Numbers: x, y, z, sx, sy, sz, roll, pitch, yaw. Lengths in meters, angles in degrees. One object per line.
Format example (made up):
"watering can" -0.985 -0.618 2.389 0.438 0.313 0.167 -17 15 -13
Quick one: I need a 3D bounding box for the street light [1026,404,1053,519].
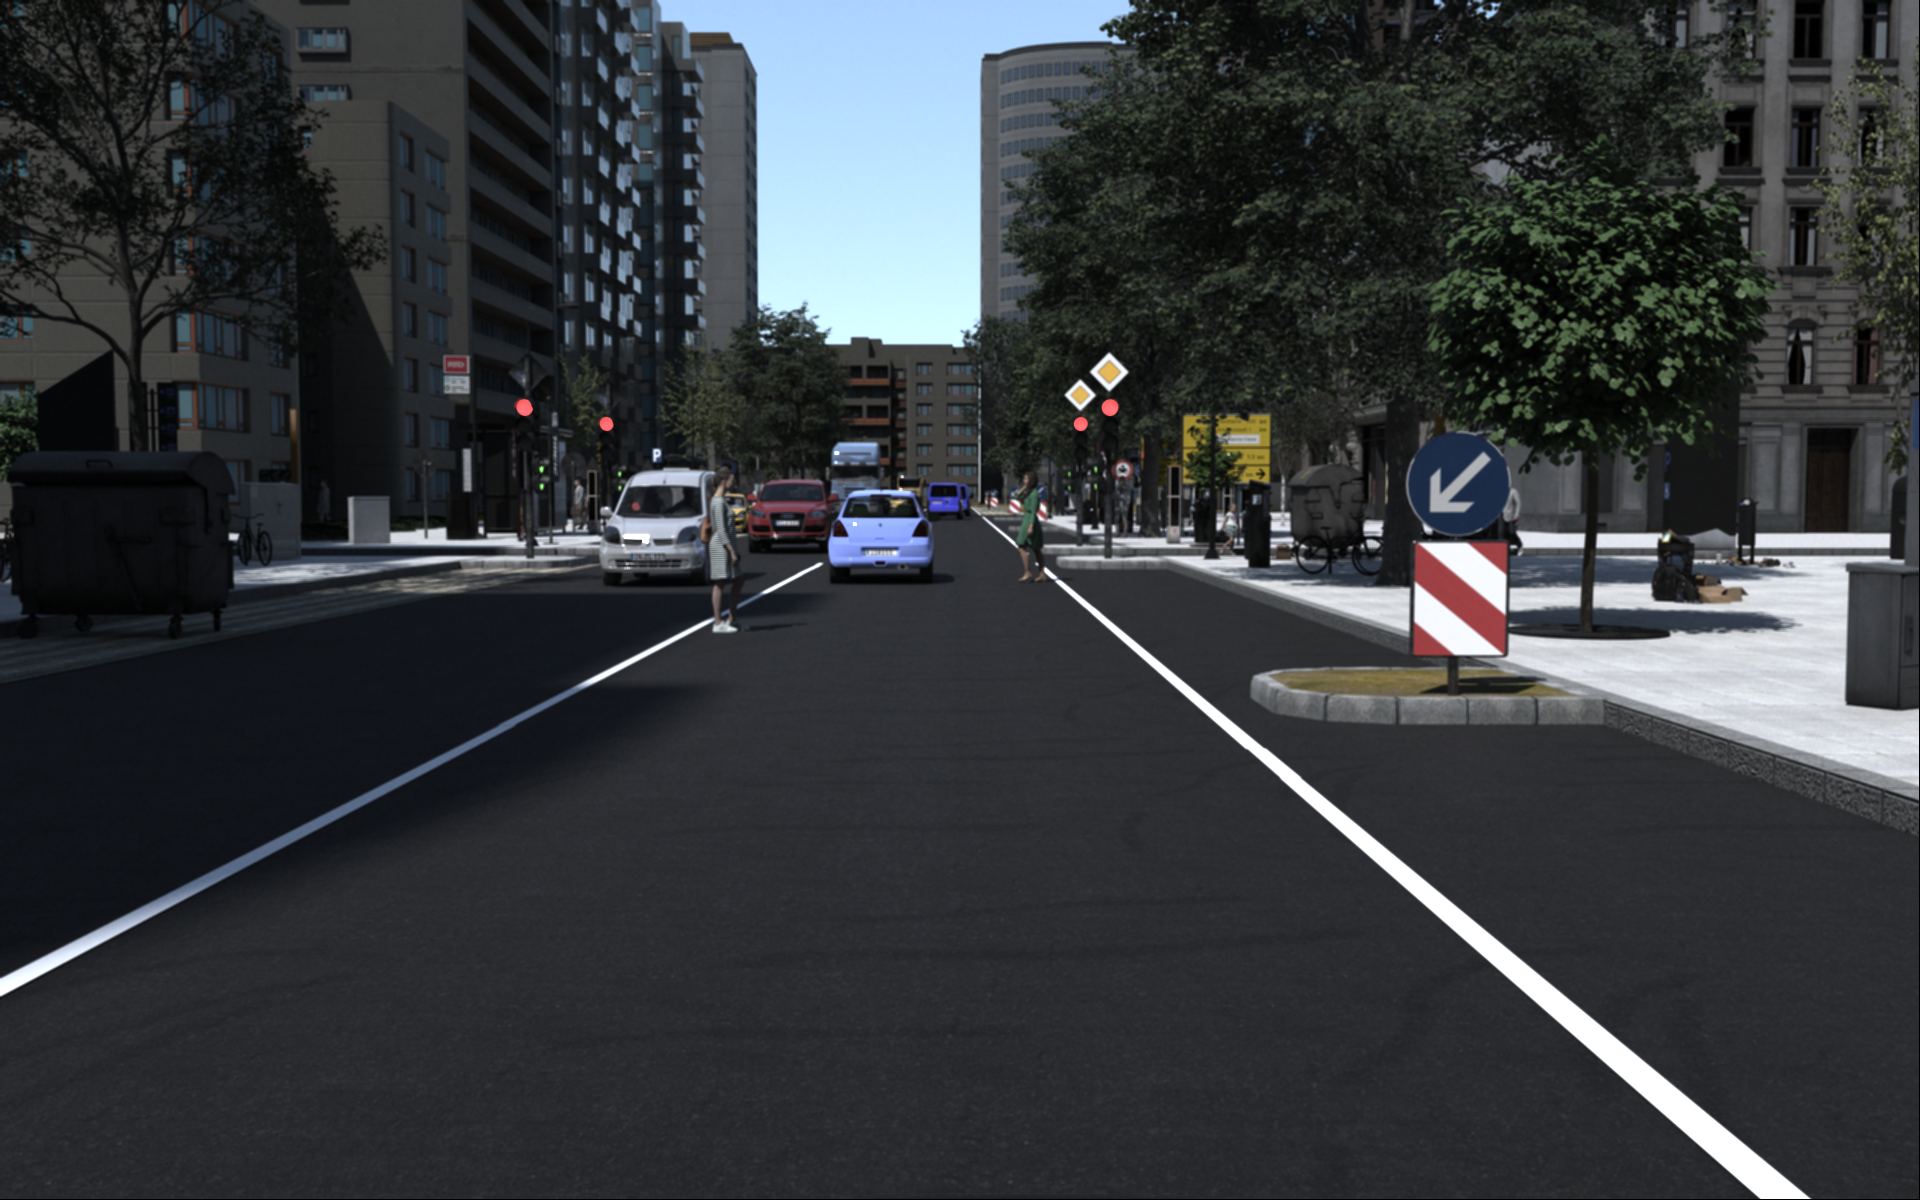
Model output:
"street light" 4.117 -7.168 89.745 1.470 5.913 1.316 0 4 0

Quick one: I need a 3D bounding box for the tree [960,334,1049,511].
"tree" 5.182 -13.403 129.501 12.009 13.543 11.850 0 3 0

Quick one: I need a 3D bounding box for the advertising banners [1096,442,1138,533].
"advertising banners" 5.549 -3.756 57.597 2.074 3.025 0.090 1 4 11

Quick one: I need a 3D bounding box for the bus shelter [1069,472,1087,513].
"bus shelter" 7.639 -7.319 113.590 2.014 3.302 5.546 0 3 0

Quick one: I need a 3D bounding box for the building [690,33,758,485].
"building" -40.663 -41.779 225.079 28.212 58.520 21.231 0 4 0

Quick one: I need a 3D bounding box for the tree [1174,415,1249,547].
"tree" 6.115 -2.895 41.932 1.663 3.219 1.824 0 3 0

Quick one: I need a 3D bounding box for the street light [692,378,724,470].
"street light" -10.157 -5.926 69.430 1.470 5.913 1.316 0 4 0

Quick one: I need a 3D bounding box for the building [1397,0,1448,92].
"building" 26.891 -29.254 128.418 14.600 45.320 14.200 0 4 0

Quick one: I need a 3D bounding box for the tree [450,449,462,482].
"tree" -27.545 -6.461 89.347 4.285 4.588 4.351 0 3 0

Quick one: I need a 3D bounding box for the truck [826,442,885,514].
"truck" -5.384 -6.499 96.021 2.967 4.110 18.799 0 4 -1

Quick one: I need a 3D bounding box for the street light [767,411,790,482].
"street light" -10.154 -7.578 96.442 1.470 5.913 1.316 0 4 0

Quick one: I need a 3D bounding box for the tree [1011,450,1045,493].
"tree" 5.638 -12.170 149.342 4.360 8.622 3.978 0 3 0

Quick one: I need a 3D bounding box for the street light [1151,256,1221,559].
"street light" 4.433 -3.759 34.003 1.470 5.913 1.316 0 4 0

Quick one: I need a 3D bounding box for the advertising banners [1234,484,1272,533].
"advertising banners" 9.409 -3.691 56.534 0.090 3.025 2.074 -3 4 -36

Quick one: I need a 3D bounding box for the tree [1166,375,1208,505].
"tree" 12.852 -8.743 93.305 4.360 8.622 3.978 0 3 0

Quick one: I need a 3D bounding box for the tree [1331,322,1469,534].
"tree" 14.729 -6.360 54.346 4.360 8.622 3.978 0 3 0

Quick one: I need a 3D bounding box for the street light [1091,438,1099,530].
"street light" 4.355 -5.509 62.616 1.470 5.913 1.316 0 4 0

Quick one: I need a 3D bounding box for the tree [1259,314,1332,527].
"tree" 12.965 -7.195 68.003 4.360 8.622 3.978 0 3 0

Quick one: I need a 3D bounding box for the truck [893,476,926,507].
"truck" -5.271 -11.477 183.575 3.469 3.379 9.791 0 4 0

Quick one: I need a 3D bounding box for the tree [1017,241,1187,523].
"tree" 6.064 -9.612 75.280 7.486 12.596 7.792 0 3 0

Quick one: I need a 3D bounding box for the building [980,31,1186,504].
"building" 16.858 -41.736 224.384 28.212 58.520 21.231 0 4 0

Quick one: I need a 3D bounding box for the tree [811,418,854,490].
"tree" -11.708 -13.051 163.738 4.360 8.622 3.978 0 3 0

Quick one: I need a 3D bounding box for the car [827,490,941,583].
"car" -1.284 -1.192 29.086 1.945 1.707 3.694 0 4 -1

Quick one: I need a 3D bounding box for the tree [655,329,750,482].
"tree" -11.166 -7.725 76.667 4.737 8.622 4.395 0 3 0

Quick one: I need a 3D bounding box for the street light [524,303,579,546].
"street light" -9.970 -4.270 42.351 1.470 5.913 1.316 0 4 0

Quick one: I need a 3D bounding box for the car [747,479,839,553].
"car" -4.183 -2.148 43.794 2.281 1.827 5.304 0 4 -2

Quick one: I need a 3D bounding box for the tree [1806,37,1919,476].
"tree" 15.173 -4.685 26.965 4.737 8.622 4.395 0 3 0

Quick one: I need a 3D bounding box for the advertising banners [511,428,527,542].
"advertising banners" -11.932 -3.111 47.056 0.090 3.025 2.074 0 4 -1

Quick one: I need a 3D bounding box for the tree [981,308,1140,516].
"tree" 6.042 -11.299 101.746 9.611 12.733 9.660 0 3 0

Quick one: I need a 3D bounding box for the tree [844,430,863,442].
"tree" -12.057 -14.745 191.437 4.737 8.622 4.395 0 3 0

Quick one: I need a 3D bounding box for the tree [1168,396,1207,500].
"tree" 14.271 -9.077 98.769 4.737 8.622 4.395 0 3 0

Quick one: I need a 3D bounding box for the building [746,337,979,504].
"building" -12.113 -23.451 228.458 28.899 21.520 27.650 0 4 0

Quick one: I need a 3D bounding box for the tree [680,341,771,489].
"tree" -11.467 -8.209 84.579 4.360 8.622 3.978 0 3 0

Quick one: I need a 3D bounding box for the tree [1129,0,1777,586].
"tree" 6.164 -7.173 23.940 9.857 13.997 8.962 0 3 0

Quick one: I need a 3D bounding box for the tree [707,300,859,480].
"tree" -11.493 -12.620 112.991 9.857 13.997 8.962 0 3 0

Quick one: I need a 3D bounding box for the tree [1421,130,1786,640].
"tree" 5.716 -1.959 15.738 4.285 4.588 4.351 0 3 0

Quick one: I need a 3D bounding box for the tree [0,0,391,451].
"tree" -11.734 -5.484 24.077 7.601 10.594 8.767 -2 4 -28

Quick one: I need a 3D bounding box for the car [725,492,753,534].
"car" -8.504 -3.262 63.552 2.015 1.641 3.980 0 4 -2

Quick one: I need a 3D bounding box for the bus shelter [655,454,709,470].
"bus shelter" -14.538 -5.934 90.937 2.014 3.302 5.546 0 4 0

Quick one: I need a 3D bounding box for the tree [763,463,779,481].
"tree" -11.570 -6.827 106.229 1.663 3.219 1.824 0 3 0

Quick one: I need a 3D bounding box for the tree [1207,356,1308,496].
"tree" 15.705 -8.398 87.670 4.737 8.622 4.395 0 3 0

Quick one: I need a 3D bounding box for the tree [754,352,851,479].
"tree" -11.500 -12.201 125.239 9.928 11.665 9.643 0 3 0

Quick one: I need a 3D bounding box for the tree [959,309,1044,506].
"tree" 6.677 -18.731 162.146 12.611 20.169 13.585 0 3 0

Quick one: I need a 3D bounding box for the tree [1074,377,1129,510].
"tree" 7.313 -8.590 90.809 4.360 8.622 3.978 0 3 0

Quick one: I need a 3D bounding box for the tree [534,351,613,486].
"tree" -19.765 -8.458 88.644 4.737 8.622 4.395 0 3 0

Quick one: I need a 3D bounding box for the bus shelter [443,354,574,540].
"bus shelter" -13.770 -4.582 52.553 2.179 5.291 8.768 0 3 0

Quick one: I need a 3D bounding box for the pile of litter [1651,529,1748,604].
"pile of litter" 8.955 -0.432 21.036 1.176 0.858 1.719 3 4 38
